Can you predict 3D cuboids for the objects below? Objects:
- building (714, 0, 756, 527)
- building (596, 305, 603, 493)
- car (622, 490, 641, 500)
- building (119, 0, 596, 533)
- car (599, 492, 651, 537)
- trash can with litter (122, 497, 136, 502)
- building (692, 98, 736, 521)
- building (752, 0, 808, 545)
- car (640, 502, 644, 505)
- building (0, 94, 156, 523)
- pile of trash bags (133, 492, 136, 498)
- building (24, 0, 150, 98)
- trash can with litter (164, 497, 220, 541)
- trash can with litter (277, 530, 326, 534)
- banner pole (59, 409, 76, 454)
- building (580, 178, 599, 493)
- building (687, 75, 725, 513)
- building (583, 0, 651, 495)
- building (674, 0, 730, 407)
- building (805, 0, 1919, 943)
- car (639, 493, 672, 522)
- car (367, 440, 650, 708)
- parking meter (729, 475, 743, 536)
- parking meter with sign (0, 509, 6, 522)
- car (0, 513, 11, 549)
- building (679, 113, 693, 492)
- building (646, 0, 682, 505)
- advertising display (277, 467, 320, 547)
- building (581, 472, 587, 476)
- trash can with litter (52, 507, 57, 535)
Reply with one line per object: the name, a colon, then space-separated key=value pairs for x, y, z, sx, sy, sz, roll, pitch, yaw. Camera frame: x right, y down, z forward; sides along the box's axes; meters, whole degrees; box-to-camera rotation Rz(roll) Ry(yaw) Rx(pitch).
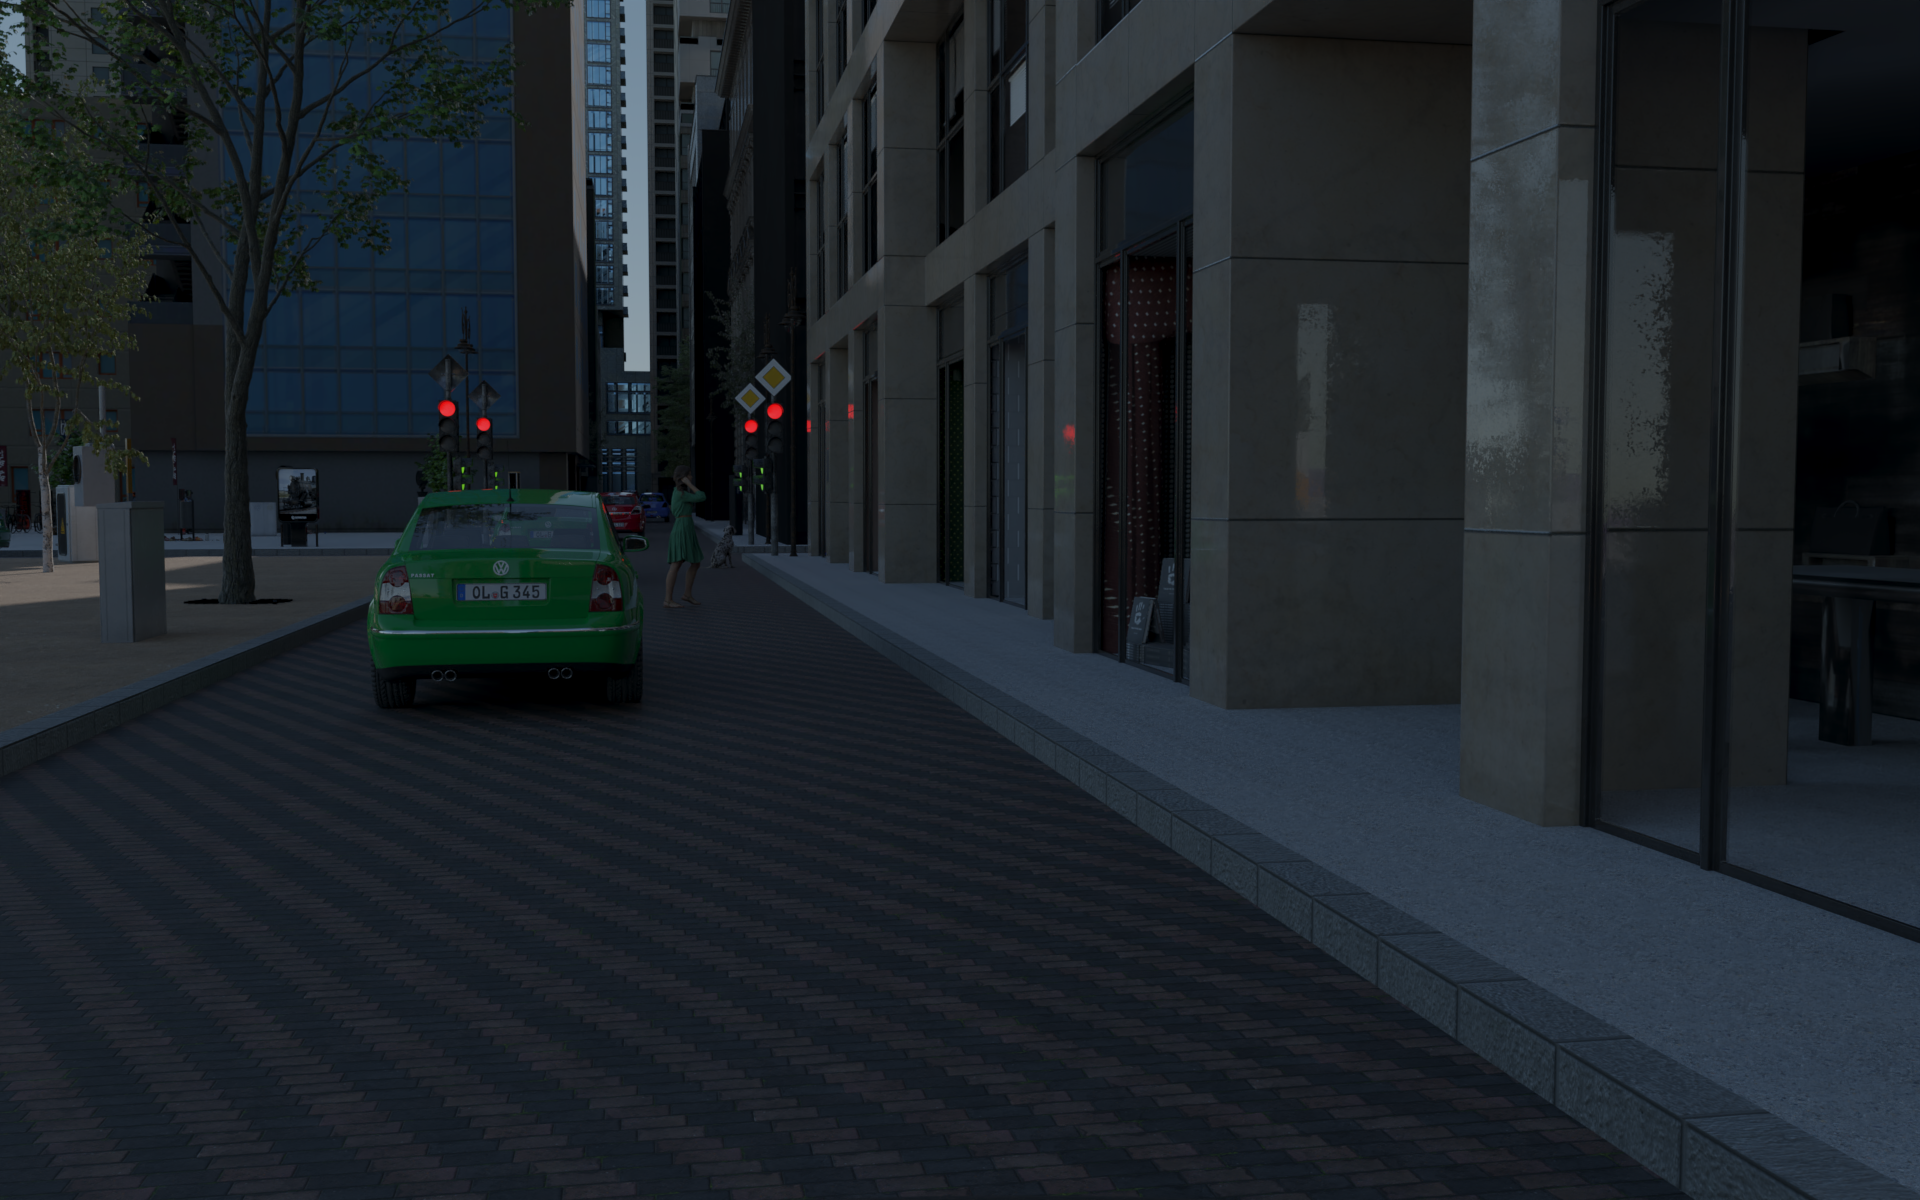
building: x=-4.280 y=-14.915 z=72.740 sx=11.050 sy=23.489 sz=19.941 roll=-1 pitch=4 yaw=-10
building: x=-51.472 y=-20.239 z=175.951 sx=28.899 sy=21.520 sz=27.650 roll=-1 pitch=4 yaw=-10
car: x=-31.981 y=-9.740 z=167.917 sx=2.281 sy=1.827 sz=5.304 roll=-1 pitch=4 yaw=-8
building: x=-20.944 y=-25.234 z=62.680 sx=14.600 sy=45.320 sz=14.200 roll=-1 pitch=4 yaw=-10
car: x=-10.795 y=-2.772 z=54.367 sx=2.155 sy=1.783 sz=4.494 roll=-1 pitch=4 yaw=-10
trash can with litter: x=-32.756 y=-3.478 z=68.260 sx=0.624 sy=1.170 sz=1.055 roll=0 pitch=4 yaw=-4
building: x=-7.603 y=-16.006 z=91.375 sx=12.332 sy=23.373 sz=15.834 roll=-1 pitch=4 yaw=-10
building: x=2.331 y=-13.491 z=50.250 sx=15.834 sy=23.373 sz=12.332 roll=-1 pitch=4 yaw=-10
car: x=-15.660 y=-4.162 z=79.845 sx=2.131 sy=1.459 sz=4.920 roll=-1 pitch=4 yaw=-11
building: x=-34.959 y=-15.033 z=90.834 sx=27.650 sy=21.520 sz=28.899 roll=-1 pitch=4 yaw=-10
pile of trash bags: x=-36.493 y=-3.900 z=73.521 sx=3.447 sy=1.369 sz=1.912 roll=-3 pitch=4 yaw=-37
building: x=-92.807 y=-46.503 z=198.569 sx=20.611 sy=71.187 sz=20.563 roll=-1 pitch=4 yaw=-10
trash can with litter: x=-21.407 y=-2.235 z=47.597 sx=2.233 sy=1.210 sz=1.678 roll=2 pitch=4 yaw=29
trash can with litter: x=-21.224 y=-2.720 z=55.521 sx=1.678 sy=1.210 sz=2.233 roll=-1 pitch=4 yaw=-9
banner pole: x=-26.224 y=-3.735 z=51.090 sx=0.401 sy=3.779 sz=0.863 roll=1 pitch=4 yaw=14
building: x=-38.943 y=-23.178 z=150.668 sx=14.160 sy=30.474 sz=14.107 roll=-1 pitch=4 yaw=-10
building: x=-10.683 y=-17.792 z=108.915 sx=12.078 sy=24.808 sz=19.932 roll=-1 pitch=4 yaw=-10
building: x=-52.819 y=-54.589 z=205.198 sx=31.000 sy=86.520 sz=22.319 roll=-1 pitch=4 yaw=-10
building: x=-11.995 y=-34.746 z=157.334 sx=28.713 sy=52.752 sz=27.495 roll=-1 pitch=4 yaw=-10
building: x=9.301 y=-13.219 z=20.643 sx=19.350 sy=26.468 sz=34.151 roll=-1 pitch=4 yaw=-10
car: x=-15.815 y=-4.864 z=89.119 sx=1.945 sy=1.707 sz=3.694 roll=-1 pitch=4 yaw=-9
car: x=-3.325 y=-0.262 z=13.086 sx=1.959 sy=1.807 sz=4.718 roll=-1 pitch=4 yaw=-11
parking meter: x=-6.925 y=-2.930 z=53.611 sx=0.255 sy=1.863 sz=0.399 roll=3 pitch=4 yaw=37
parking meter with sign: x=-29.193 y=-3.393 z=51.737 sx=1.738 sy=3.016 sz=0.543 roll=2 pitch=4 yaw=30
car: x=-22.989 y=-1.533 z=36.866 sx=4.920 sy=1.459 sz=2.131 roll=-1 pitch=4 yaw=-10
building: x=-14.836 y=-22.268 z=135.791 sx=14.160 sy=30.474 sz=14.107 roll=-1 pitch=4 yaw=-10
building: x=-27.401 y=-47.209 z=210.116 sx=20.611 sy=71.187 sz=20.563 roll=-1 pitch=4 yaw=-10
advertising display: x=-16.059 y=-2.253 z=42.049 sx=0.974 sy=1.923 sz=0.123 roll=0 pitch=4 yaw=0
building: x=-39.410 y=-28.959 z=128.102 sx=22.147 sy=44.769 sz=28.867 roll=-1 pitch=4 yaw=-10
trash can with litter: x=-27.936 y=-2.590 z=53.733 sx=1.055 sy=1.170 sz=0.624 roll=0 pitch=4 yaw=4
